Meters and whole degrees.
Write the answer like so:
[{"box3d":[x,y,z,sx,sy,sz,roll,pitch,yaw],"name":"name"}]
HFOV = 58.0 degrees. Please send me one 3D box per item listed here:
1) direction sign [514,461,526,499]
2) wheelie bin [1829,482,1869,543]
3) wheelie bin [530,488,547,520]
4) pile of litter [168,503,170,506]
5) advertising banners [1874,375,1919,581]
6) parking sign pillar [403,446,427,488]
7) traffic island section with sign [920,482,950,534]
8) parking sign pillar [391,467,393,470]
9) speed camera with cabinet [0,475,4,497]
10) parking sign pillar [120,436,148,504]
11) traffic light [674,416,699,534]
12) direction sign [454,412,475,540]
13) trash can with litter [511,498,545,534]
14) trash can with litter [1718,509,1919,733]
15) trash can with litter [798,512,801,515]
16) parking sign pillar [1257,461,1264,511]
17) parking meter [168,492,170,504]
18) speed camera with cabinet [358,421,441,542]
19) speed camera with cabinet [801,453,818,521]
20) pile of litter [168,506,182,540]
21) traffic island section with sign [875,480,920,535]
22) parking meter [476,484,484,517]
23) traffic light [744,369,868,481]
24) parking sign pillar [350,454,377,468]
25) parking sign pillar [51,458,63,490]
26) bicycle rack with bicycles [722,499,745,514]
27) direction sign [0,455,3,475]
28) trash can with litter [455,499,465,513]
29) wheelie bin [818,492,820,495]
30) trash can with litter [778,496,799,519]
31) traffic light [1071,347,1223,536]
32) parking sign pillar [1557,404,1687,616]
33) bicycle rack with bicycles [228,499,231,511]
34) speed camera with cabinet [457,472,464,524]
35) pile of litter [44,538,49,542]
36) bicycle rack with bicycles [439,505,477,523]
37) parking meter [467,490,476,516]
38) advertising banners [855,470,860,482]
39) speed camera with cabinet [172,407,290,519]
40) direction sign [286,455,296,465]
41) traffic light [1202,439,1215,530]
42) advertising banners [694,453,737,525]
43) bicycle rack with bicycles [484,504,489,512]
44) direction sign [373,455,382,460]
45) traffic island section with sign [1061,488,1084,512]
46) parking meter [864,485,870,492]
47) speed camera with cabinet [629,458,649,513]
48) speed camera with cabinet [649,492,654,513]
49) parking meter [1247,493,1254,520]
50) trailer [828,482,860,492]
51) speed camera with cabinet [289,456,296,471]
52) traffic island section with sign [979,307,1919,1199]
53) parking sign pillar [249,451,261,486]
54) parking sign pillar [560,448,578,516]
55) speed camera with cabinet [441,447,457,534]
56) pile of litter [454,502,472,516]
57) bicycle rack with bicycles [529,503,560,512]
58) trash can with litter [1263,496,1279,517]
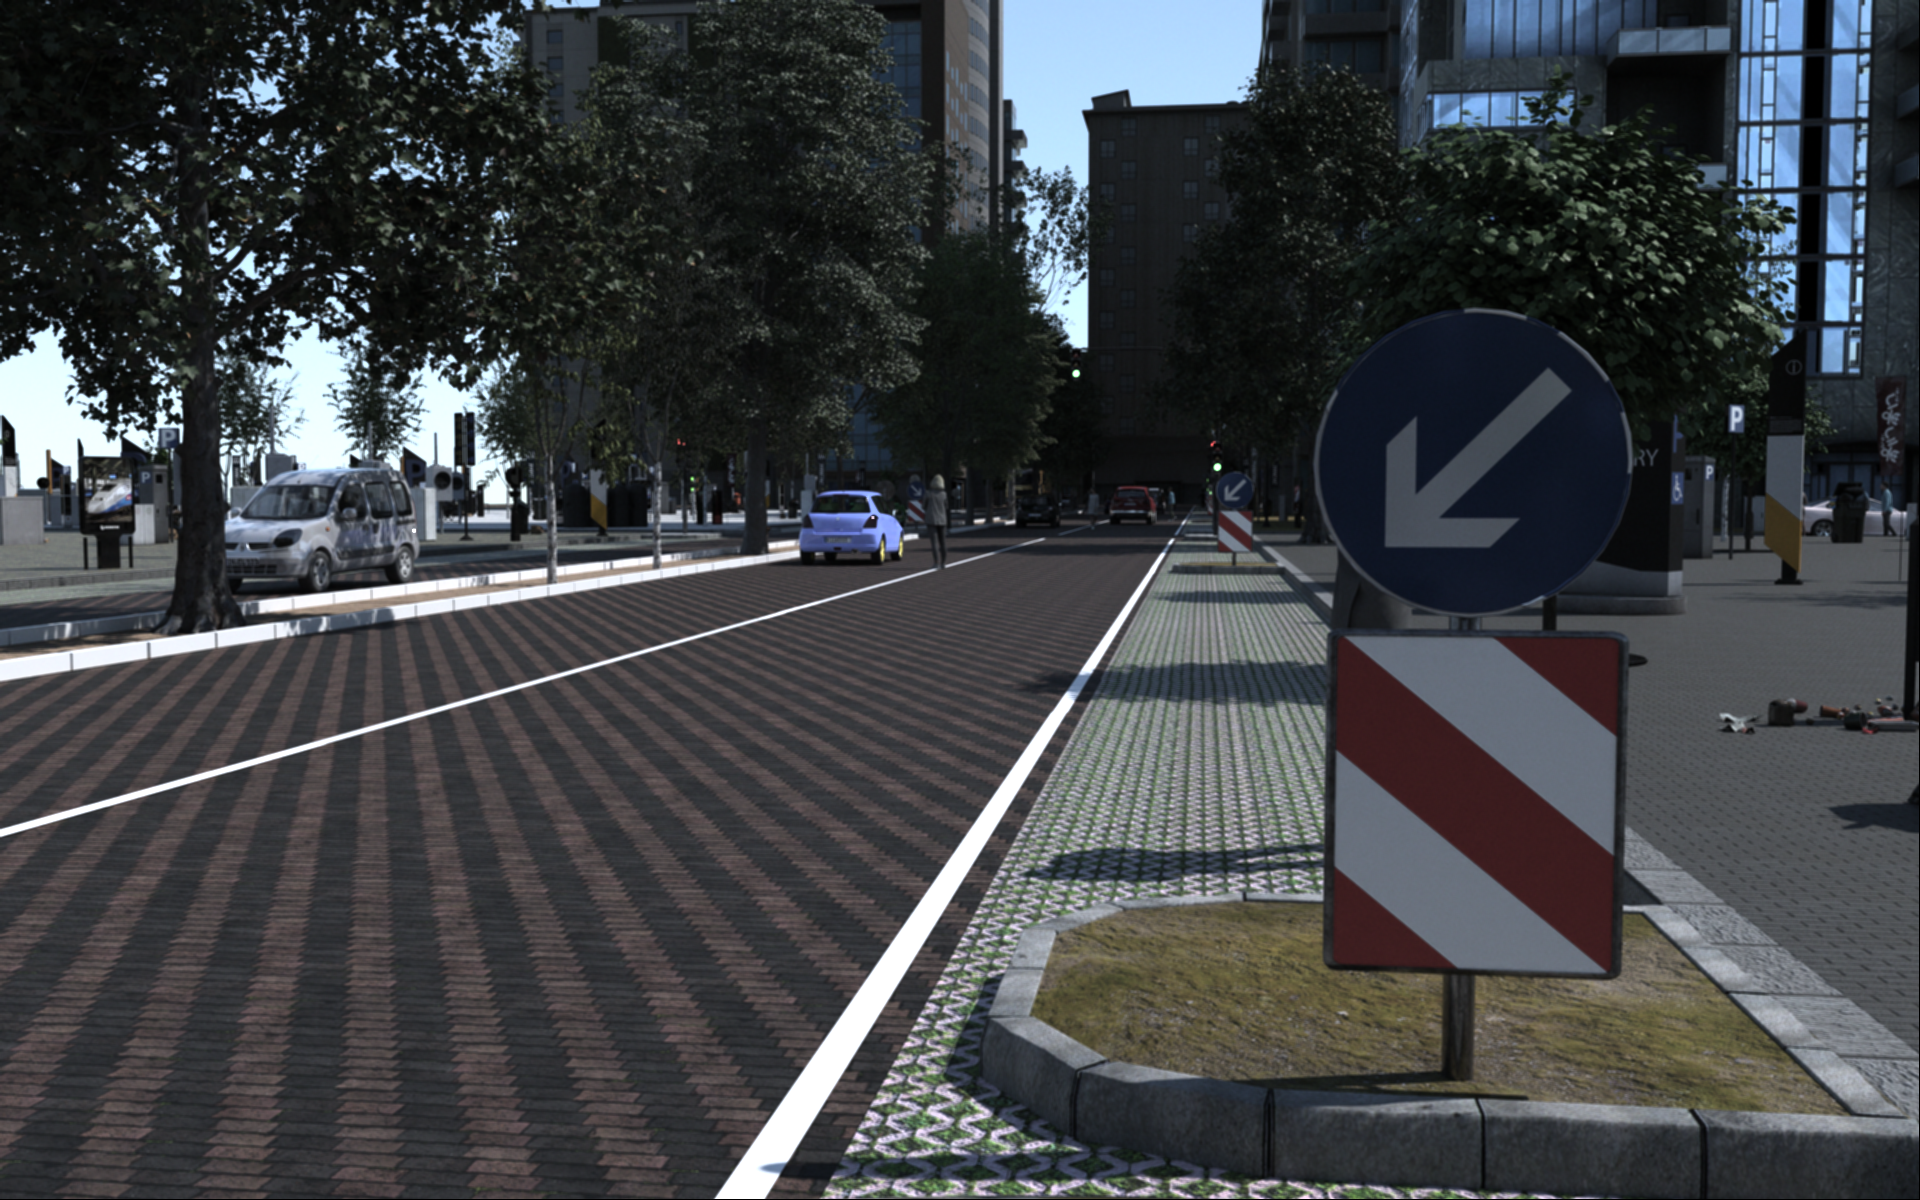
[{"box3d":[-29.954,-7.708,118.021,0.876,3.537,0.379,0,4,5],"name":"direction sign"},{"box3d":[23.398,-2.300,45.508,0.980,1.594,0.693,0,4,-2],"name":"wheelie bin"},{"box3d":[-20.891,-4.786,86.165,0.980,1.594,0.693,0,4,6],"name":"wheelie bin"},{"box3d":[-43.678,-4.968,95.189,1.719,0.858,1.176,-1,4,-15],"name":"pile of litter"},{"box3d":[14.113,-1.765,25.039,0.090,3.025,2.074,-2,4,-25],"name":"advertising banners"},{"box3d":[-30.577,-6.658,97.335,1.447,3.967,1.447,-3,4,-36],"name":"parking sign pillar"},{"box3d":[-1.470,-3.328,62.551,2.006,1.907,1.989,0,4,8],"name":"traffic island section with sign"},{"box3d":[-39.122,-7.903,117.694,1.447,3.967,1.447,-3,5,-41],"name":"parking sign pillar"},{"box3d":[-45.021,-5.409,82.777,0.660,3.252,2.038,1,4,21],"name":"speed camera with cabinet"},{"box3d":[-38.145,-5.609,80.183,1.447,3.967,1.447,0,4,-4],"name":"parking sign pillar"},{"box3d":[-8.846,-4.086,55.729,0.839,4.253,0.868,0,4,8],"name":"traffic light"},{"box3d":[-13.742,-3.432,48.112,0.876,3.537,0.379,3,4,38],"name":"direction sign"},{"box3d":[-13.771,-2.682,55.236,1.055,1.170,0.624,0,4,6],"name":"trash can with litter"},{"box3d":[5.174,0.078,9.776,2.233,1.210,1.678,-1,4,-12],"name":"trash can with litter"},{"box3d":[-8.856,-5.670,103.763,2.233,1.210,1.678,1,4,15],"name":"trash can with litter"},{"box3d":[23.201,-8.910,134.157,1.447,3.967,1.447,1,4,18],"name":"parking sign pillar"},{"box3d":[-53.088,-6.746,116.007,0.399,1.863,0.255,3,5,42],"name":"parking meter"},{"box3d":[-15.341,-3.234,47.209,2.038,3.252,0.660,1,4,15],"name":"speed camera with cabinet"},{"box3d":[-7.184,-5.401,82.639,0.660,3.252,2.038,0,4,2],"name":"speed camera with cabinet"},{"box3d":[-22.495,-2.151,49.133,1.719,0.858,1.176,3,5,42],"name":"pile of litter"},{"box3d":[-2.507,-2.880,55.217,2.006,1.907,1.989,0,4,8],"name":"traffic island section with sign"},{"box3d":[-27.042,-5.620,97.594,0.399,1.863,0.255,-1,4,-14],"name":"parking meter"},{"box3d":[-5.655,-5.426,63.383,4.771,5.953,1.251,0,4,8],"name":"traffic light"},{"box3d":[-39.830,-7.739,115.011,1.447,3.967,1.447,0,4,-7],"name":"parking sign pillar"},{"box3d":[-65.939,-8.459,126.769,1.447,3.967,1.447,0,4,-7],"name":"parking sign pillar"},{"box3d":[-14.406,-6.181,114.443,2.925,0.926,2.852,-1,4,-20],"name":"bicycle rack with bicycles"},{"box3d":[-55.586,-6.646,100.660,0.876,3.537,0.379,-1,4,-17],"name":"direction sign"},{"box3d":[-30.690,-5.862,107.227,0.624,1.170,1.055,2,4,34],"name":"trash can with litter"},{"box3d":[-10.128,-6.875,120.320,0.980,1.594,0.693,2,4,28],"name":"wheelie bin"},{"box3d":[-8.990,-4.847,90.635,1.055,1.170,0.624,-1,4,-16],"name":"trash can with litter"},{"box3d":[5.821,-4.825,53.558,4.771,5.953,1.251,0,4,8],"name":"traffic light"},{"box3d":[7.180,-1.859,18.868,1.447,3.967,1.447,3,5,43],"name":"parking sign pillar"},{"box3d":[-54.306,-7.100,129.462,2.852,0.926,2.925,0,4,5],"name":"bicycle rack with bicycles"},{"box3d":[-21.864,-4.793,72.695,2.038,3.252,0.660,-1,4,-21],"name":"speed camera with cabinet"},{"box3d":[-24.994,-1.960,46.007,1.719,0.858,1.176,3,4,37],"name":"pile of litter"},{"box3d":[-23.982,-4.008,78.916,2.925,0.926,2.852,1,4,13],"name":"bicycle rack with bicycles"},{"box3d":[-32.095,-6.468,114.155,0.372,1.533,0.369,0,3,0],"name":"parking meter"},{"box3d":[-8.069,-7.904,125.417,2.074,3.025,0.090,1,4,17],"name":"advertising banners"},{"box3d":[-14.783,-2.491,35.066,2.038,3.252,0.660,-1,4,-14],"name":"speed camera with cabinet"},{"box3d":[-38.876,-6.636,100.497,0.379,3.537,0.876,2,4,35],"name":"direction sign"},{"box3d":[9.012,-4.428,61.317,0.839,4.253,0.868,0,4,8],"name":"traffic light"},{"box3d":[-10.279,-4.703,73.086,2.074,3.025,0.090,-3,4,-38],"name":"advertising banners"},{"box3d":[-34.085,-6.561,120.653,2.852,0.926,2.925,-2,4,-34],"name":"bicycle rack with bicycles"},{"box3d":[-33.446,-6.573,99.472,0.379,3.537,0.876,2,4,32],"name":"direction sign"},{"box3d":[8.939,-7.880,136.968,2.006,1.907,1.989,0,4,8],"name":"traffic island section with sign"},{"box3d":[-6.193,-6.703,115.297,0.399,1.863,0.255,-2,4,-27],"name":"parking meter"},{"box3d":[-18.275,-6.155,94.973,2.038,3.252,0.660,-1,4,-9],"name":"speed camera with cabinet"},{"box3d":[-20.929,-7.491,116.818,0.660,3.252,2.038,2,4,27],"name":"speed camera with cabinet"},{"box3d":[14.278,-4.857,85.123,0.255,1.863,0.399,0,4,-5],"name":"parking meter"},{"box3d":[-5.531,-4.518,80.918,1.471,1.999,3.904,0,4,8],"name":"trailer"},{"box3d":[-15.307,-2.726,38.904,0.660,3.252,2.038,-1,4,-16],"name":"speed camera with cabinet"},{"box3d":[1.094,0.253,4.493,1.989,1.847,2.006,0,4,8],"name":"traffic island section with sign"},{"box3d":[-41.985,-7.019,103.233,1.447,3.967,1.447,-1,4,-12],"name":"parking sign pillar"},{"box3d":[-22.826,-6.903,101.336,1.447,3.967,1.447,-3,5,-41],"name":"parking sign pillar"},{"box3d":[-17.157,-3.704,54.903,2.038,3.252,0.660,-3,5,-42],"name":"speed camera with cabinet"},{"box3d":[-28.718,-5.252,99.838,1.176,0.858,1.719,-1,4,-20],"name":"pile of litter"},{"box3d":[-29.386,-6.848,125.351,2.925,0.926,2.852,1,4,12],"name":"bicycle rack with bicycles"},{"box3d":[17.763,-5.337,98.648,1.055,1.170,0.624,1,4,13],"name":"trash can with litter"}]
